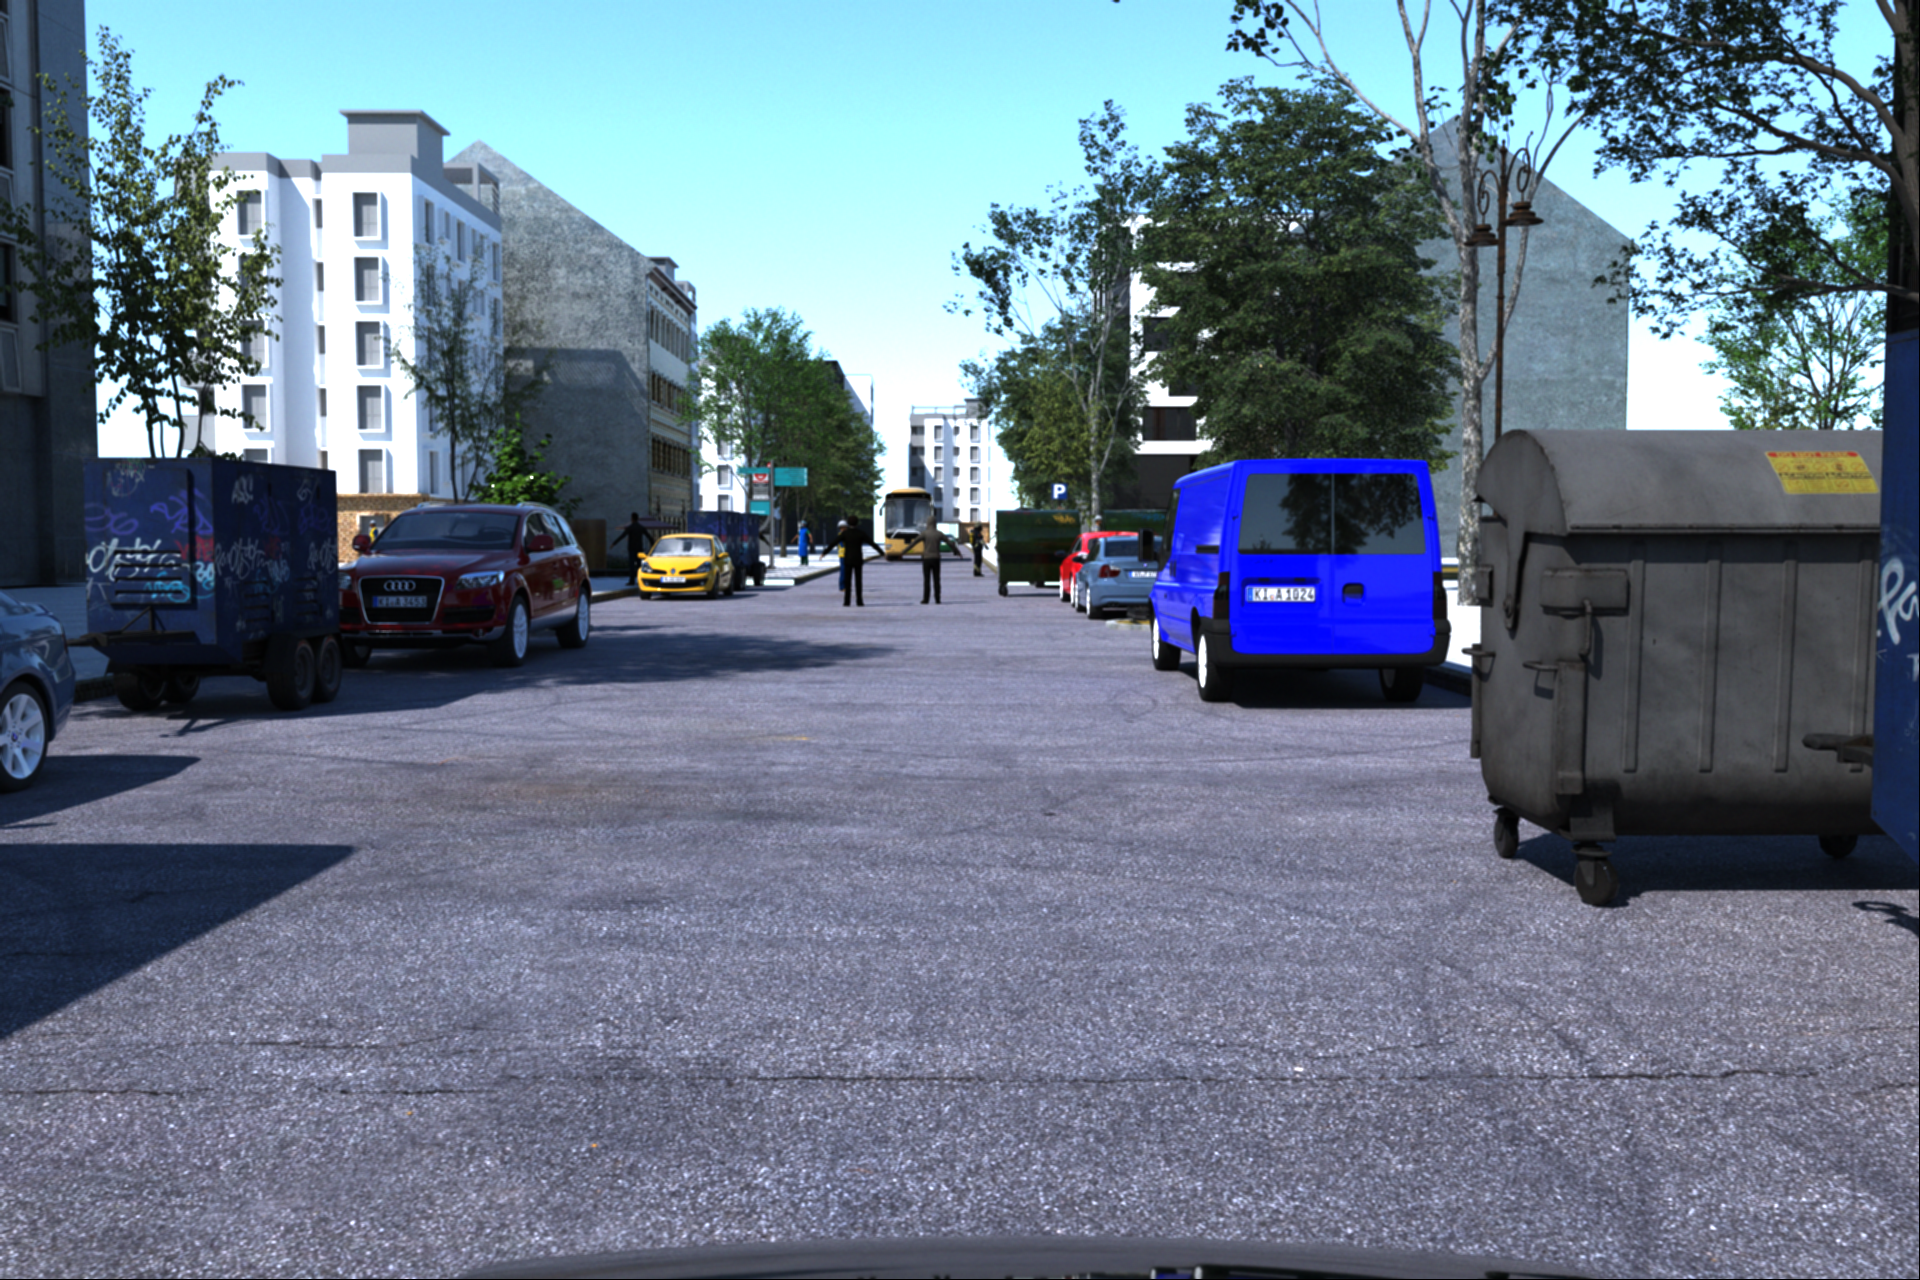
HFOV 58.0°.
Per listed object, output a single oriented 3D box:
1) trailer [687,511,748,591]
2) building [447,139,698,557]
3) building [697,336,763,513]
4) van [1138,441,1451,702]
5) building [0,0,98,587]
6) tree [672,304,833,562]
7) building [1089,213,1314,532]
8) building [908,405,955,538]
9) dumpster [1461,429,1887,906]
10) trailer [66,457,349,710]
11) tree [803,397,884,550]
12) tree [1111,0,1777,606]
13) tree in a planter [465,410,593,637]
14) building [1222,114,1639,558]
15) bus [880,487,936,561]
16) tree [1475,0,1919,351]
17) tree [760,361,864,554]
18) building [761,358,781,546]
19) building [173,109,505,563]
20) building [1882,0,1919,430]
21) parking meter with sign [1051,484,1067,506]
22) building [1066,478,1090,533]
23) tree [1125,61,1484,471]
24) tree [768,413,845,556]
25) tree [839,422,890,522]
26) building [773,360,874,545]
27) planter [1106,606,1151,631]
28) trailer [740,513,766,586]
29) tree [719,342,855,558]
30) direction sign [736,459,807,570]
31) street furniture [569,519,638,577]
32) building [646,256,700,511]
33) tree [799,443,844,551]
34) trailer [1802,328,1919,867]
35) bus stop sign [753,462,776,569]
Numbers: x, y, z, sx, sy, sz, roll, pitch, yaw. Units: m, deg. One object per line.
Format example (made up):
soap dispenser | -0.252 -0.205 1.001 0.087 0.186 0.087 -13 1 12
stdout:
trailer | -6.198 -2.209 43.168 1.471 1.999 3.904 0 3 0
building | -26.926 -16.821 105.952 19.493 23.208 18.063 0 4 -1
building | -25.390 -18.951 166.275 16.016 20.090 11.380 0 4 0
van | 2.985 -0.739 16.462 2.240 2.365 5.245 0 4 -1
building | -27.921 -13.220 33.402 12.078 24.872 19.932 0 4 1
tree | -9.456 -9.327 78.259 9.928 11.665 9.643 0 3 0
building | 23.269 -17.293 126.719 27.936 21.610 32.646 0 4 0
building | -6.969 -23.570 244.247 11.380 20.090 16.016 0 4 -2
dumpster | 3.139 0.065 7.147 1.865 1.857 1.264 0 4 -1
trailer | -6.046 -0.404 13.654 1.471 1.999 3.904 0 4 -1
tree | -10.185 -13.604 140.551 7.486 12.596 7.792 0 3 0
tree | 7.918 -10.620 29.532 12.611 20.169 13.585 0 3 0
tree in a planter | -6.418 -1.700 25.023 1.991 3.239 1.994 0 4 0
building | 25.898 -16.468 100.181 19.493 23.208 18.063 0 4 0
bus | -2.691 -6.296 94.491 2.896 3.916 12.252 0 4 0
tree | 9.141 -4.959 15.494 8.767 10.594 7.601 1 4 9
tree | -9.897 -11.927 113.135 7.486 12.596 7.792 0 3 0
building | -25.202 -19.966 182.867 16.016 20.090 11.380 0 4 -1
building | -28.991 -13.591 78.626 16.016 20.090 11.380 0 4 0
building | 26.294 -12.281 29.463 12.332 23.479 15.834 0 4 0
parking meter with sign | 3.420 -3.832 58.921 0.543 3.016 1.738 0 3 0
building | 23.343 -23.826 220.480 19.493 23.208 18.063 0 3 0
tree | 9.455 -8.617 47.547 9.857 13.997 8.962 0 3 0
tree | -9.711 -9.305 102.495 4.360 8.622 3.978 0 3 0
tree | -10.104 -13.902 153.056 9.928 11.665 9.643 0 3 0
building | -25.282 -22.977 219.649 27.936 21.610 32.646 0 4 -1
planter | 3.262 -0.334 26.593 1.991 0.319 1.994 0 4 0
trailer | -6.208 -2.477 47.544 1.471 1.999 3.904 0 3 0
tree | -9.558 -10.290 94.001 9.928 11.665 9.643 0 3 0
direction sign | -6.737 -4.516 62.603 2.525 3.948 1.411 0 4 -1
street furniture | -12.583 -2.932 54.796 9.812 1.723 11.010 -1 4 -17
building | -24.827 -16.071 119.177 16.016 20.090 11.380 0 4 0
tree | -9.513 -10.603 123.715 4.360 8.622 3.978 0 3 0
trailer | 3.147 0.168 4.299 1.471 1.999 3.904 0 4 -1
bus stop sign | -7.275 -4.636 64.501 0.855 3.939 0.416 0 4 0
